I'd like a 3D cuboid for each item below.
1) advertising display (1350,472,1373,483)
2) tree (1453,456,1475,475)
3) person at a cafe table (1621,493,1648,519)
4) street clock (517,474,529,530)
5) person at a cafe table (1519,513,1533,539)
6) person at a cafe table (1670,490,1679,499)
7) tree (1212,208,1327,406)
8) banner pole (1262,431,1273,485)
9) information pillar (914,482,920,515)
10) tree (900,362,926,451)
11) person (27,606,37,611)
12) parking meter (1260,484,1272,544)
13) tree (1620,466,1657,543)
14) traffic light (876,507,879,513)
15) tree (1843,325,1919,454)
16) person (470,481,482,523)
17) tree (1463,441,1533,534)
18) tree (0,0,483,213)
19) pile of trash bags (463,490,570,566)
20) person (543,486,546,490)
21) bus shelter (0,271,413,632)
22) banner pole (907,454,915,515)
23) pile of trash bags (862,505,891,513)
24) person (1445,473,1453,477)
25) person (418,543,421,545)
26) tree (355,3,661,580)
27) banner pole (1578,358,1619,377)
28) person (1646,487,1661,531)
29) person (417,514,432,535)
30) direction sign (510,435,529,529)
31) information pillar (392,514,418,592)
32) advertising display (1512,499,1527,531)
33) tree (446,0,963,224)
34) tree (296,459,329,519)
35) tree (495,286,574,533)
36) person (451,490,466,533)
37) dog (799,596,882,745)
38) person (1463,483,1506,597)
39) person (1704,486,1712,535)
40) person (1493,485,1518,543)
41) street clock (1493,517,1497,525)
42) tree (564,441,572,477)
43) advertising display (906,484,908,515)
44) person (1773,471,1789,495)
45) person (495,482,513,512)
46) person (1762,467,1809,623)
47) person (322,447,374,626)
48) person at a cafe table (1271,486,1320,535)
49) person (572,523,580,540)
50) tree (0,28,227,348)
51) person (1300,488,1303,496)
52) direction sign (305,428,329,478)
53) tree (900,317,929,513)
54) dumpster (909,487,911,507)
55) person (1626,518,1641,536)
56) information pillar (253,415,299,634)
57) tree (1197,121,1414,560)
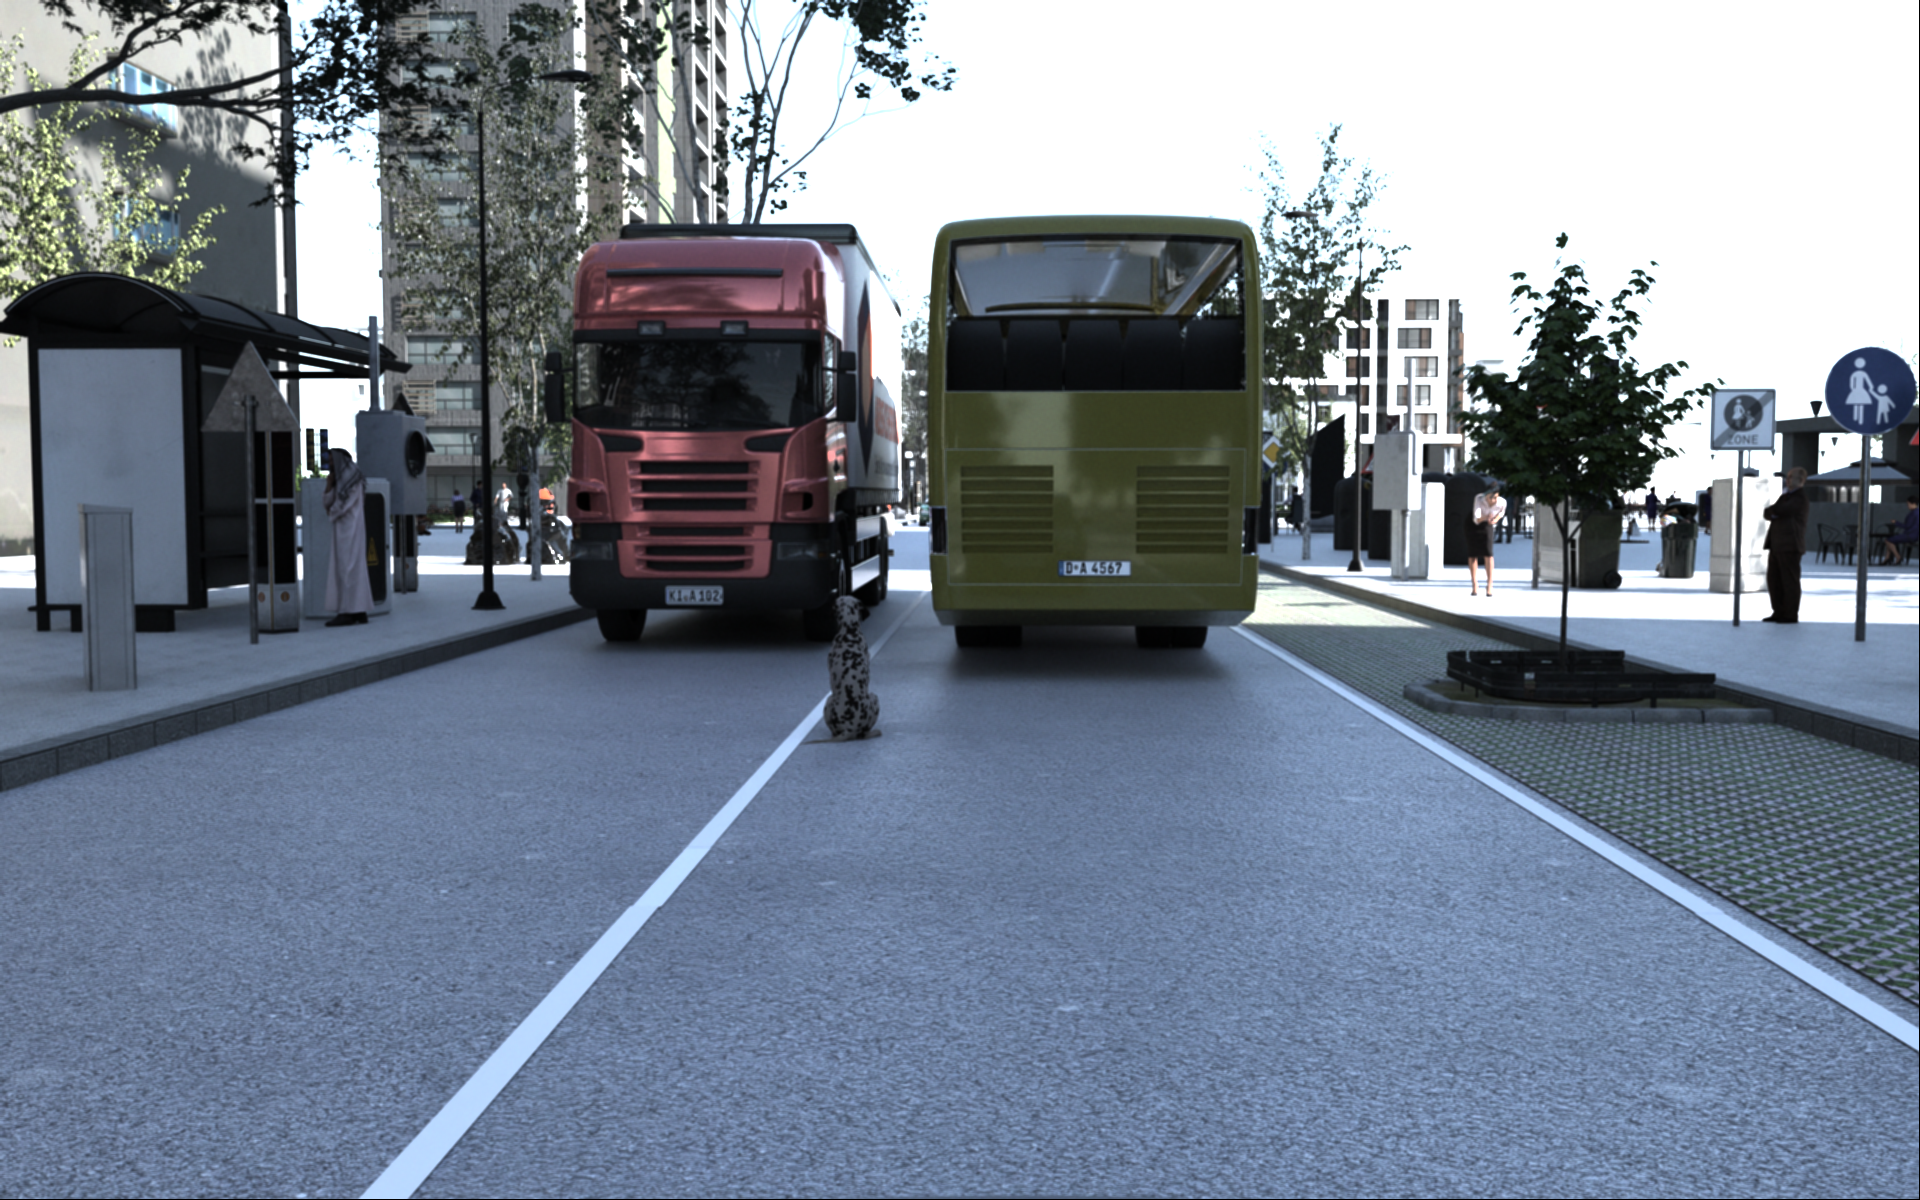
[{"bbox_3d":[11.984,-2.811,51.175,0.974,1.923,0.123,3,5,44],"label":"advertising display"},{"bbox_3d":[22.506,-4.959,75.687,1.663,3.219,1.824,0,3,0],"label":"tree"},{"bbox_3d":[35.402,-5.065,91.333,1.622,1.524,1.698,0,4,-1],"label":"person at a cafe table"},{"bbox_3d":[-15.410,-3.457,61.086,0.358,2.002,0.471,-3,5,-42],"label":"street clock"},{"bbox_3d":[17.167,-2.550,50.204,1.622,1.524,1.698,1,4,10],"label":"person at a cafe table"},{"bbox_3d":[42.375,-5.724,102.108,1.622,1.524,1.698,-1,4,-21],"label":"person at a cafe table"},{"bbox_3d":[7.139,-5.735,44.125,4.360,8.622,3.978,0,3,0],"label":"tree"},{"bbox_3d":[10.538,-4.320,60.646,0.863,3.779,0.401,1,4,11],"label":"banner pole"},{"bbox_3d":[-2.618,-6.198,105.828,0.304,2.012,0.304,2,4,32],"label":"information pillar"},{"bbox_3d":[-3.971,-8.977,97.135,4.360,8.622,3.978,0,3,0],"label":"tree"},{"bbox_3d":[-9.999,-0.764,19.200,0.621,1.740,0.551,-1,4,-22],"label":"person"},{"bbox_3d":[7.888,-2.234,44.939,0.372,1.533,0.369,0,3,0],"label":"parking meter"},{"bbox_3d":[17.757,-3.124,45.674,1.663,3.219,1.824,0,3,0],"label":"tree"},{"bbox_3d":[-3.325,-4.945,69.766,0.839,4.253,0.868,0,4,2],"label":"traffic light"},{"bbox_3d":[40.288,-7.602,74.656,4.737,8.622,4.395,0,3,0],"label":"tree"},{"bbox_3d":[-16.318,-3.191,58.918,0.504,1.737,0.576,1,4,13],"label":"person"},{"bbox_3d":[17.975,-4.418,55.956,4.285,4.588,4.351,0,3,0],"label":"tree"},{"bbox_3d":[-5.561,-4.574,9.194,7.601,10.594,8.767,-1,4,-10],"label":"tree"},{"bbox_3d":[-8.157,-1.399,32.634,1.912,1.369,3.447,0,4,-3],"label":"pile of trash bags"},{"bbox_3d":[-23.047,-5.437,95.857,0.530,1.710,0.541,0,4,-3],"label":"person"},{"bbox_3d":[-7.794,-1.506,18.550,2.014,3.302,5.546,0,4,2],"label":"bus shelter"},{"bbox_3d":[-3.069,-7.235,108.309,0.401,3.779,0.863,3,5,39],"label":"banner pole"},{"bbox_3d":[-3.971,-4.225,78.838,1.912,1.369,3.447,1,4,22],"label":"pile of trash bags"},{"bbox_3d":[10.525,-1.869,37.314,0.504,1.737,0.576,1,4,23],"label":"person"},{"bbox_3d":[-13.826,-2.222,43.293,0.541,1.710,0.530,2,4,23],"label":"person"},{"bbox_3d":[-6.530,-4.592,25.434,4.360,8.622,3.978,0,3,0],"label":"tree"},{"bbox_3d":[10.312,-2.339,28.263,0.863,3.779,0.401,1,4,16],"label":"banner pole"},{"bbox_3d":[23.779,-3.119,59.412,0.453,1.535,0.546,2,4,28],"label":"person"},{"bbox_3d":[-16.689,-2.421,53.913,0.859,0.850,0.655,-3,4,-39],"label":"person"},{"bbox_3d":[-15.961,-4.330,62.792,0.876,3.537,0.379,2,4,30],"label":"direction sign"},{"bbox_3d":[-7.295,-1.117,22.752,0.304,2.012,0.304,-1,4,-15],"label":"information pillar"},{"bbox_3d":[19.382,-3.356,60.088,0.123,1.923,0.974,3,5,43],"label":"advertising display"},{"bbox_3d":[-5.503,-11.282,40.357,12.611,20.169,13.585,0,3,0],"label":"tree"},{"bbox_3d":[-32.531,-5.687,87.580,1.663,3.219,1.824,0,3,0],"label":"tree"},{"bbox_3d":[-13.104,-6.548,57.418,4.737,8.622,4.395,0,3,0],"label":"tree"},{"bbox_3d":[-16.604,-2.938,57.305,0.421,1.427,0.697,-2,4,-27],"label":"person"},{"bbox_3d":[-0.737,0.406,10.195,0.513,0.831,0.800,2,4,33],"label":"dog"},{"bbox_3d":[6.555,-0.760,21.653,0.628,1.438,0.799,-2,4,-30],"label":"person"},{"bbox_3d":[23.436,-2.782,53.907,0.453,1.535,0.546,-3,5,-42],"label":"person"},{"bbox_3d":[14.246,-2.389,45.237,0.598,1.807,0.434,3,5,45],"label":"person"},{"bbox_3d":[22.485,-4.176,72.851,0.471,2.002,0.358,0,4,-1],"label":"street clock"},{"bbox_3d":[-16.218,-5.793,78.433,4.285,4.588,4.351,0,3,0],"label":"tree"},{"bbox_3d":[-3.536,-6.069,104.444,0.974,1.923,0.123,3,5,41],"label":"advertising display"},{"bbox_3d":[16.556,-1.732,35.026,0.621,1.740,0.551,1,4,20],"label":"person"},{"bbox_3d":[-20.591,-4.393,78.023,0.875,1.805,0.789,0,4,-2],"label":"person"},{"bbox_3d":[8.192,-0.543,17.187,0.388,1.546,0.482,0,4,6],"label":"person"},{"bbox_3d":[-6.061,-0.631,17.036,0.551,1.740,0.621,3,5,40],"label":"person"},{"bbox_3d":[10.445,-2.808,54.422,1.698,1.524,1.622,0,4,-8],"label":"person at a cafe table"},{"bbox_3d":[-5.866,-1.127,26.932,0.387,1.526,0.523,-2,4,-34],"label":"person"},{"bbox_3d":[-14.248,-4.720,27.531,4.737,8.622,4.395,0,3,0],"label":"tree"},{"bbox_3d":[25.545,-7.465,128.783,0.565,1.739,0.600,3,5,41],"label":"person"},{"bbox_3d":[-21.985,-4.117,59.310,0.379,3.537,0.876,3,4,37],"label":"direction sign"},{"bbox_3d":[-2.951,-12.776,119.260,12.009,13.543,11.850,0,3,0],"label":"tree"},{"bbox_3d":[-4.282,-7.585,126.512,1.502,2.255,1.985,0,4,2],"label":"dumpster"},{"bbox_3d":[20.696,-2.241,53.165,0.381,0.543,0.357,-2,4,-25],"label":"person"},{"bbox_3d":[-6.337,-0.702,15.978,0.304,2.012,0.304,2,4,30],"label":"information pillar"},{"bbox_3d":[6.566,-5.104,33.805,4.737,8.622,4.395,0,3,0],"label":"tree"}]
